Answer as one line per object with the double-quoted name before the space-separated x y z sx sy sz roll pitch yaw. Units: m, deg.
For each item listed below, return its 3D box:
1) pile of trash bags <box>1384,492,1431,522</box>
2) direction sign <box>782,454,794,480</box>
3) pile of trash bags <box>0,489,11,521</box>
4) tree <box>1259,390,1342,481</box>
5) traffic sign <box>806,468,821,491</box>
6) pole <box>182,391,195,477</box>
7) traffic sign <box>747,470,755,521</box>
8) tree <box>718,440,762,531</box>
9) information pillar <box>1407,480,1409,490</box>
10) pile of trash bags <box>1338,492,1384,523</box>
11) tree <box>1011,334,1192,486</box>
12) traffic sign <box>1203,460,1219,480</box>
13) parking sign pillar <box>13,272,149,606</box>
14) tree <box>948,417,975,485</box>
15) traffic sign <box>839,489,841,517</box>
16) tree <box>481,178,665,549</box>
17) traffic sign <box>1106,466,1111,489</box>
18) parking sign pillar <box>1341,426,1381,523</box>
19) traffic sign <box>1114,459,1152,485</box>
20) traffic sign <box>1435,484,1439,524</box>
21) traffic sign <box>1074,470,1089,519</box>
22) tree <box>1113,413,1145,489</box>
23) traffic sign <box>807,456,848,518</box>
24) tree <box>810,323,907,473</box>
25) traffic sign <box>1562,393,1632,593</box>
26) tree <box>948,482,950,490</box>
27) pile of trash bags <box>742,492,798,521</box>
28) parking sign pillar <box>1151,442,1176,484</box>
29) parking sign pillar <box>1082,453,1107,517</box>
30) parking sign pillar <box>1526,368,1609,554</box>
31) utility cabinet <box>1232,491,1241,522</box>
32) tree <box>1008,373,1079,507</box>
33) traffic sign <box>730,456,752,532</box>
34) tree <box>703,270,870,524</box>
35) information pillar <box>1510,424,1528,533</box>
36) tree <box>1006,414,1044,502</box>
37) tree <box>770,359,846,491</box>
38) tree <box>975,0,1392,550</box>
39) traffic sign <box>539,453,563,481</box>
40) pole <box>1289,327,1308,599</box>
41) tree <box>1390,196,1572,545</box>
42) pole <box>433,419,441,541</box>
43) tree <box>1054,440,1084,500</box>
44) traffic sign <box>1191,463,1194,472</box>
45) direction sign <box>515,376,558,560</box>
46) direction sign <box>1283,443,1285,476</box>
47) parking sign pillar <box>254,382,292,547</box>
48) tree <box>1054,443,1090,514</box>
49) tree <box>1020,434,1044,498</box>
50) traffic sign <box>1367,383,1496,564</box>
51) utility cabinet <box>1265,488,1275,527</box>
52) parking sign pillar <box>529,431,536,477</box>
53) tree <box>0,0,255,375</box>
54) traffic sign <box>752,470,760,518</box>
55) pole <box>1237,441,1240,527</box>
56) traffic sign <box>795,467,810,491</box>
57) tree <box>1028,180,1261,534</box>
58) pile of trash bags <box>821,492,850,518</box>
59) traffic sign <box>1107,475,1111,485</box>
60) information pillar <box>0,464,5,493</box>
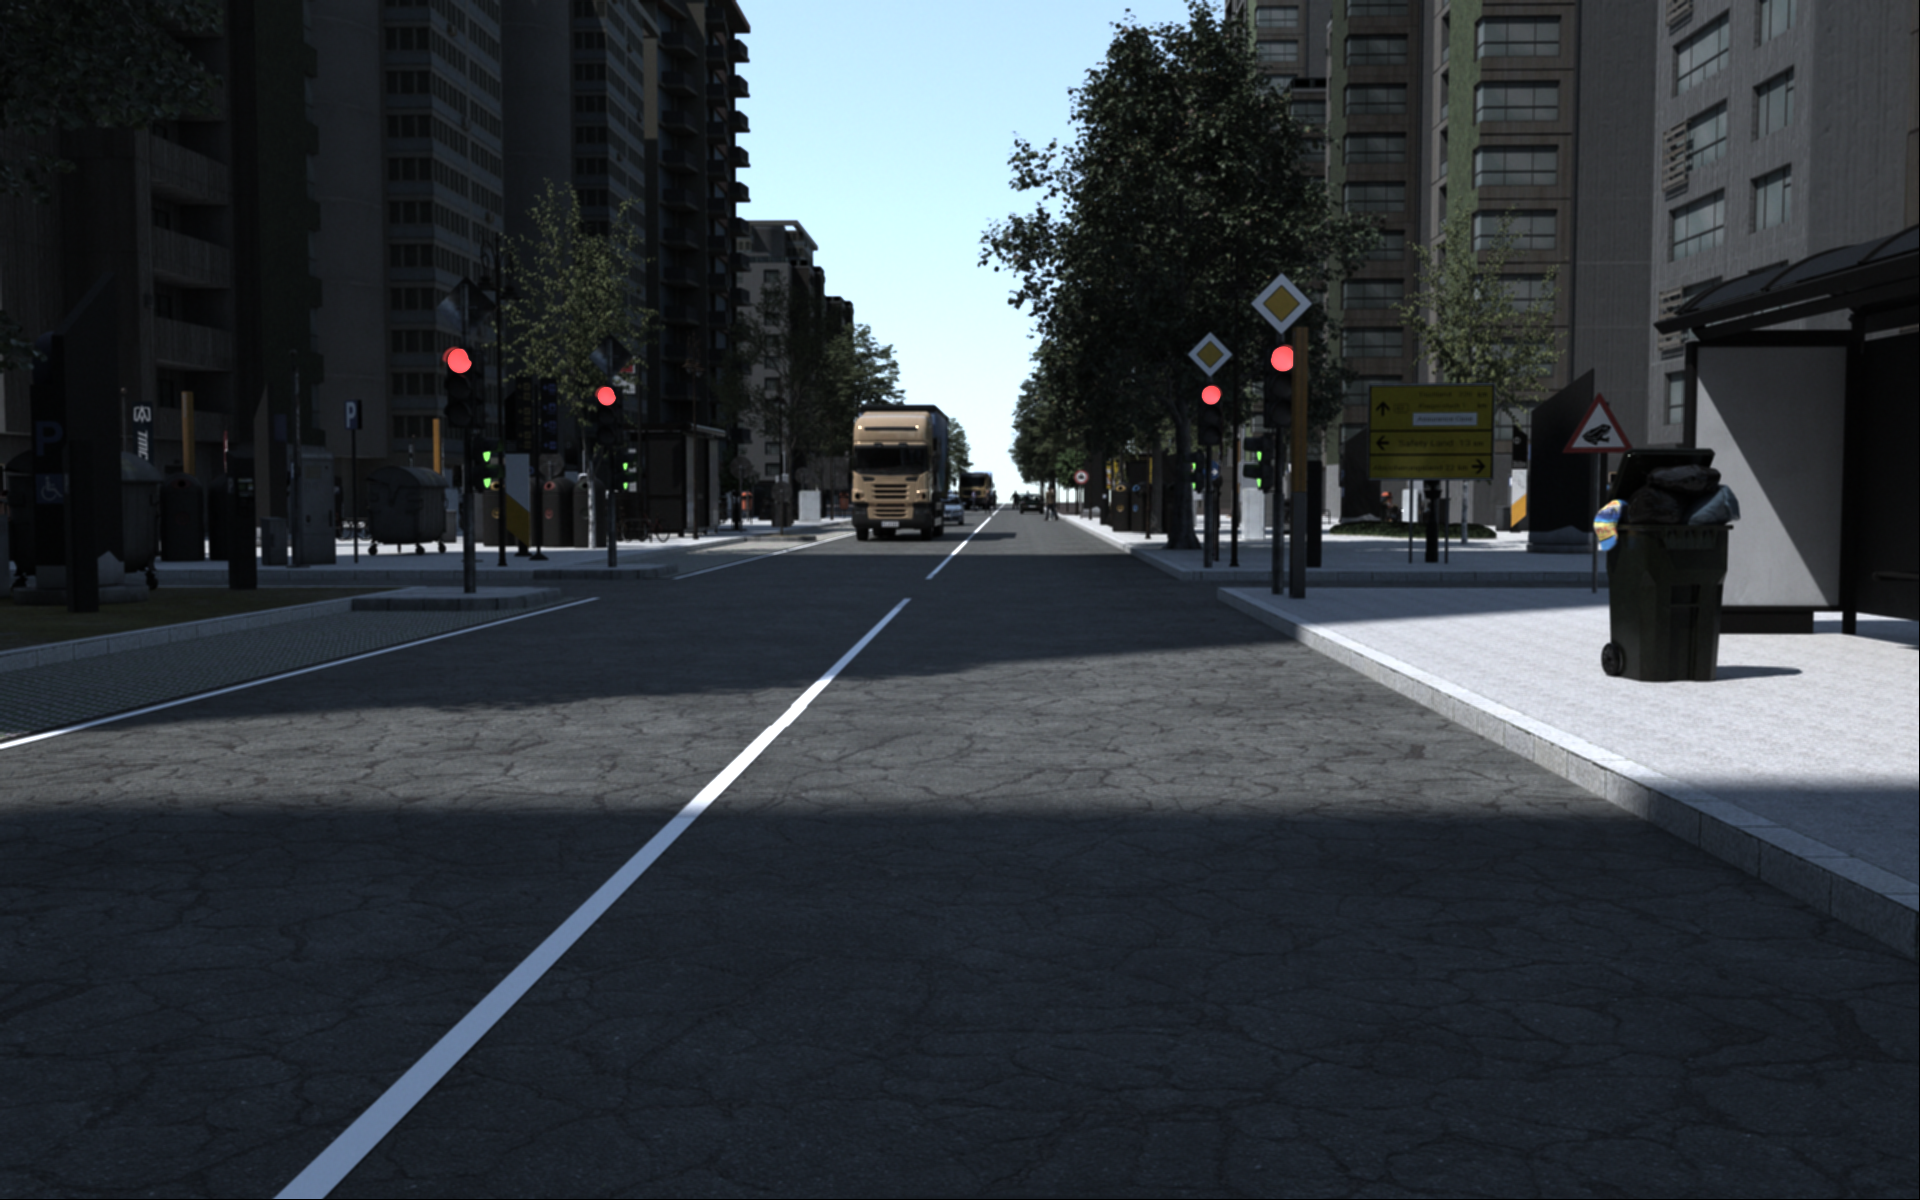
"pile of trash bags" 18.192 -3.607 68.732 1.912 1.369 3.447 2 4 23
"direction sign" -9.801 -6.512 98.473 0.876 3.537 0.379 2 4 25
"pile of trash bags" -19.185 -1.455 33.550 3.447 1.369 1.912 2 4 27
"tree" 17.002 -8.372 87.245 4.360 8.622 3.978 0 3 0
"traffic sign" -7.432 -5.340 87.308 0.884 2.594 0.081 0 4 7
"pole" -15.352 -2.487 34.509 0.158 3.312 0.155 0 3 0
"traffic sign" -9.966 -4.959 81.187 0.768 2.556 0.104 0 4 5
"tree" -8.047 -4.039 60.634 1.663 3.219 1.824 0 3 0
"information pillar" 22.336 -4.973 85.798 0.304 2.012 0.304 -3 5 -43
"pile of trash bags" 18.676 -4.207 78.534 1.912 1.369 3.447 3 5 40
"tree" 6.833 -8.571 74.541 7.601 10.594 8.767 2 4 23
"traffic sign" 9.358 -3.960 64.847 0.768 2.556 0.104 1 4 9
"parking sign pillar" -10.452 -1.959 20.503 1.447 3.967 1.447 0 4 0
"tree" -1.436 -20.575 254.533 7.486 12.596 7.792 0 3 0
"traffic sign" -6.749 -5.958 97.520 0.768 2.556 0.104 0 4 7
"tree" -8.722 -5.498 40.248 4.737 8.622 4.395 0 3 0
"traffic sign" 9.069 -6.799 105.036 2.265 3.308 0.079 0 4 2
"parking sign pillar" 14.024 -4.409 60.562 1.447 3.967 1.447 0 4 -6
"traffic sign" 9.795 -6.383 98.241 2.265 3.308 0.079 0 4 3
"traffic sign" 9.236 -2.045 33.542 0.768 2.556 0.104 0 4 5
"traffic sign" 6.332 -5.523 90.409 0.768 2.556 0.104 1 4 10
"tree" 7.551 -8.053 82.032 4.737 8.622 4.395 0 3 0
"traffic sign" -7.191 -6.115 93.847 2.265 3.308 0.079 1 4 8
"tree" -6.974 -12.055 115.223 7.486 12.596 7.792 0 3 0
"traffic sign" 8.233 -1.370 22.397 0.884 2.594 0.081 0 4 8
"tree" -2.106 -14.884 237.949 1.663 3.219 1.824 0 3 0
"pile of trash bags" -9.189 -4.580 84.641 3.447 1.369 1.912 -3 4 -38
"parking sign pillar" 10.149 -5.944 85.661 1.447 3.967 1.447 -1 4 -12
"parking sign pillar" 7.452 -6.545 95.486 1.447 3.967 1.447 3 5 41
"parking sign pillar" 13.136 -3.013 37.734 1.447 3.967 1.447 3 4 36
"utility cabinet" 12.891 -4.260 78.326 1.173 1.500 0.318 2 4 31
"tree" 9.306 -16.286 172.925 9.857 13.997 8.962 0 3 0
"traffic sign" -7.352 -3.545 58.069 0.768 2.556 0.104 0 4 6
"tree" -7.436 -8.498 73.359 8.767 10.594 7.601 2 4 33
"information pillar" 18.577 -4.050 57.567 0.504 3.616 0.183 1 4 16
"tree" 11.309 -20.020 237.689 12.009 13.543 11.850 0 3 0
"tree" -7.645 -8.546 90.086 4.360 8.622 3.978 0 3 0
"tree" 5.186 -7.532 40.163 9.611 12.733 9.660 0 3 0
"traffic sign" -11.919 -3.076 50.397 0.768 2.556 0.104 0 4 4
"pole" 4.155 -1.676 21.249 0.158 3.312 0.155 0 3 0
"tree" 13.059 -5.711 43.735 4.737 8.622 4.395 0 3 0
"pole" -14.189 -3.254 47.054 0.158 3.312 0.155 0 3 0
"tree" 9.123 -11.066 131.290 4.360 8.622 3.978 0 3 0
"traffic sign" 8.112 -3.765 61.660 0.768 2.556 0.104 0 4 5
"direction sign" -8.203 -2.546 33.618 0.876 3.537 0.379 -3 5 -42
"direction sign" 14.234 -5.170 76.533 0.379 3.537 0.876 1 4 22
"parking sign pillar" -16.867 -3.296 42.365 1.447 3.967 1.447 -3 4 -36
"tree" 7.553 -7.806 111.349 4.285 4.588 4.351 0 3 0
"tree" 12.005 -19.956 252.040 9.928 11.665 9.643 0 3 0
"traffic sign" 8.652 -2.325 31.892 2.265 3.308 0.079 1 4 9
"utility cabinet" 11.820 -3.554 66.792 0.318 1.500 1.173 2 4 33
"parking sign pillar" -13.319 -3.920 52.559 1.447 3.967 1.447 -2 4 -35
"tree" -9.573 -6.436 11.887 9.857 13.997 8.962 0 3 0
"traffic sign" -10.998 -5.613 91.876 0.768 2.556 0.104 0 4 7
"pole" 10.715 -4.473 66.979 0.158 3.312 0.155 0 3 0
"traffic sign" -7.480 -5.022 82.208 0.768 2.556 0.104 1 4 10
"tree" 6.013 -8.396 55.396 7.486 12.596 7.792 0 3 0
"pile of trash bags" -7.563 -5.041 92.179 3.447 1.369 1.912 0 4 2
"traffic sign" 8.604 -6.267 102.474 0.884 2.594 0.081 0 4 4
"information pillar" -23.560 -2.314 42.330 0.304 2.012 0.304 2 4 24
